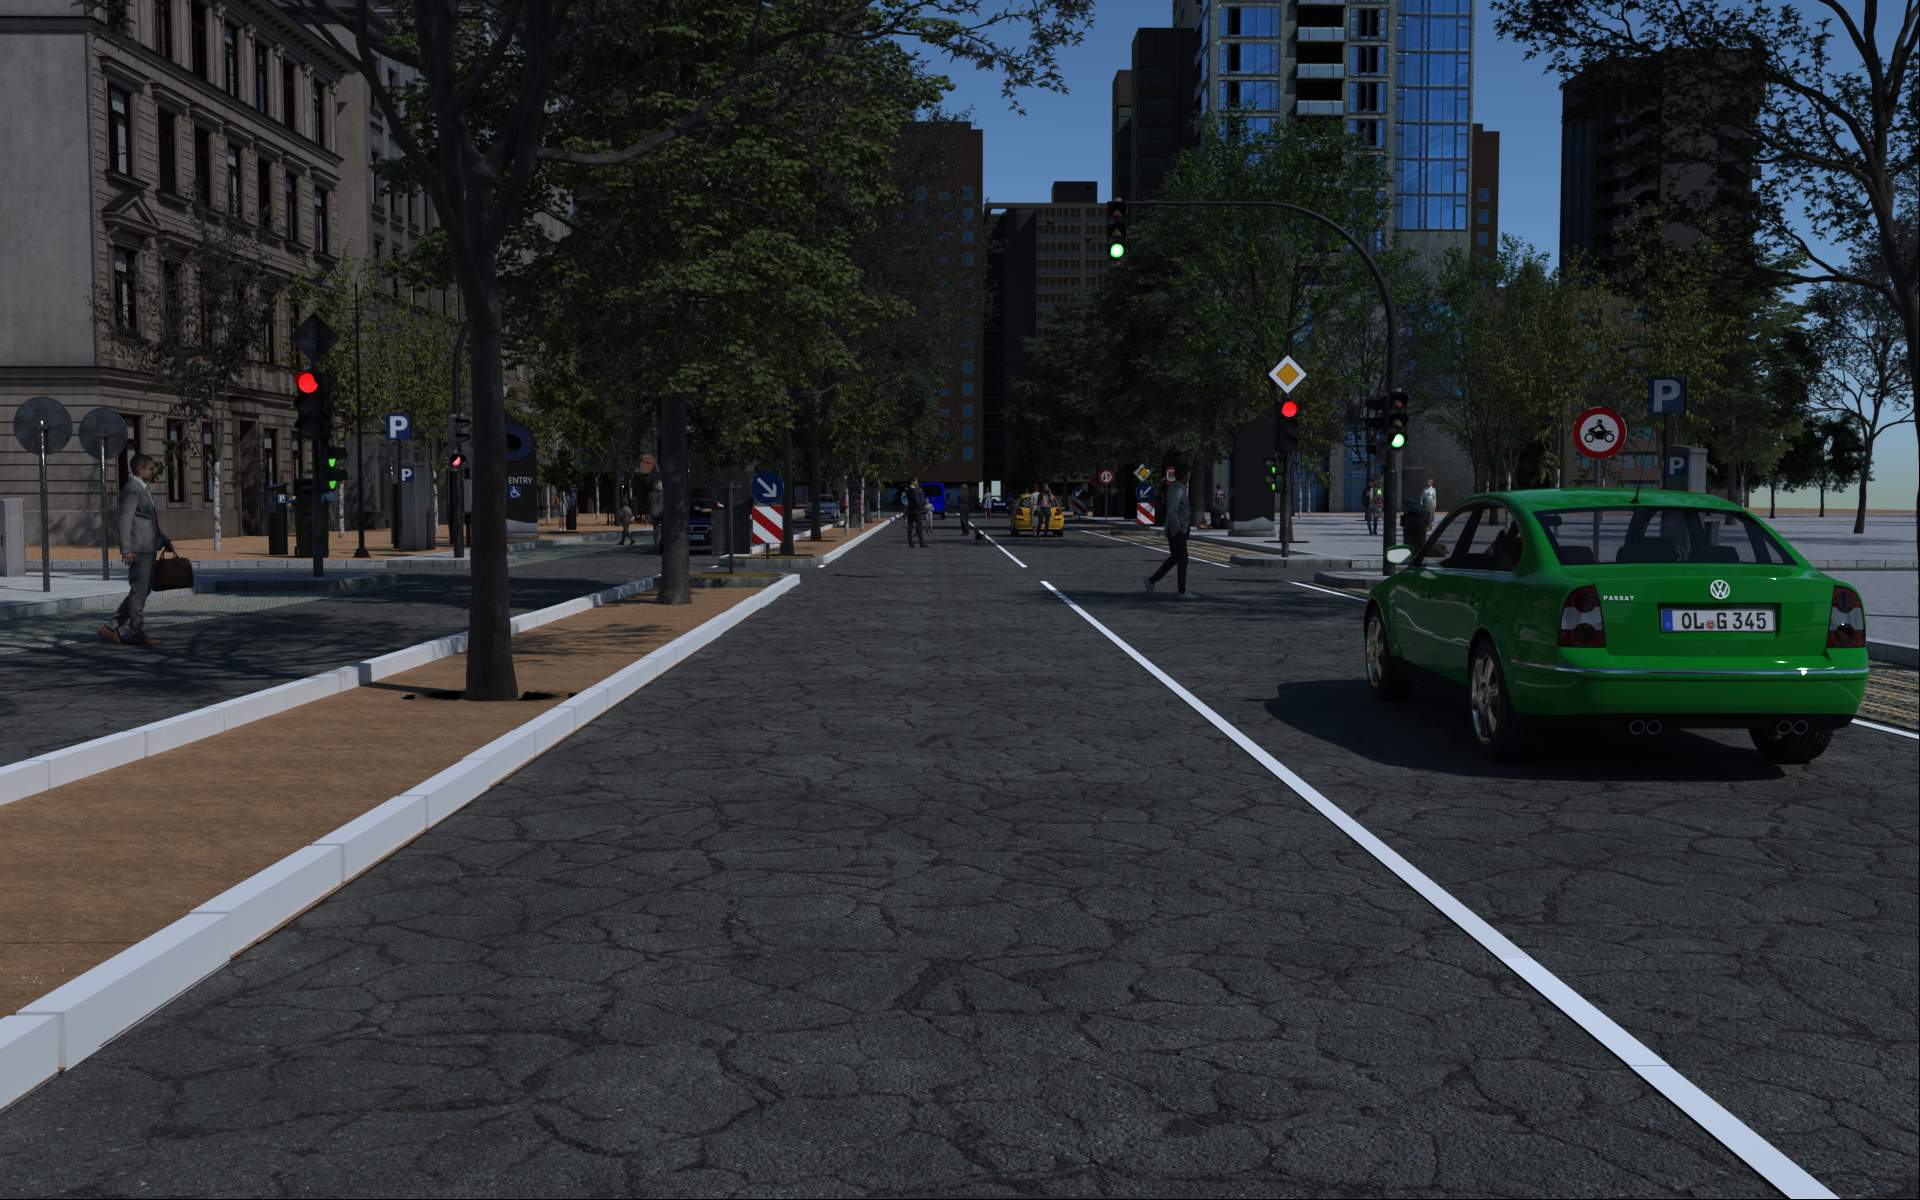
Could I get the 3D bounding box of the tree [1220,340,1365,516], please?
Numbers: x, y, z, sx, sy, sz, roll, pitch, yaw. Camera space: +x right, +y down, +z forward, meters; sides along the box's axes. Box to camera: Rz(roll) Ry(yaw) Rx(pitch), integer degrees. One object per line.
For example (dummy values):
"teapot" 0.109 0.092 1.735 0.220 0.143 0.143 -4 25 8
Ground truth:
"tree" 19.163 -10.104 99.614 8.767 10.594 7.601 0 4 7

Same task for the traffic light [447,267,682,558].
"traffic light" -7.987 -3.681 34.851 4.771 5.953 1.251 0 4 -1

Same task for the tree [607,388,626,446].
"tree" -18.231 -8.093 82.691 4.737 8.622 4.395 0 3 0

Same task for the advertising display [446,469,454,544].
"advertising display" -13.075 -2.401 44.468 0.123 1.923 0.974 -1 4 -20

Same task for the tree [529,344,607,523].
"tree" -18.544 -7.728 76.713 4.737 8.622 4.395 0 3 0

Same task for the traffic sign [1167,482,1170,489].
"traffic sign" 10.071 -5.095 83.412 0.768 2.556 0.104 0 4 3

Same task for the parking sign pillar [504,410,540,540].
"parking sign pillar" -12.712 -3.713 49.187 1.447 3.967 1.447 -2 4 -31

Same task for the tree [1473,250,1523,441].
"tree" 17.229 -6.127 50.532 4.737 8.622 4.395 0 3 0

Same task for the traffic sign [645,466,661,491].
"traffic sign" -14.038 -4.861 79.487 0.884 2.594 0.081 0 4 6

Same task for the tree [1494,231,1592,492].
"tree" 21.574 -8.829 70.114 9.928 11.665 9.643 0 3 0

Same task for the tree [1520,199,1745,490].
"tree" 17.261 -5.642 42.609 4.737 8.622 4.395 0 3 0

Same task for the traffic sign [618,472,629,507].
"traffic sign" -15.325 -4.681 78.663 0.606 2.300 0.079 0 3 0

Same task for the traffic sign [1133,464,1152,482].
"traffic sign" 7.839 -4.557 74.235 0.795 2.593 0.064 0 4 5

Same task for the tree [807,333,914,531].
"tree" -3.758 -6.922 66.001 4.360 8.622 3.978 0 3 0

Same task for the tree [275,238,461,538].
"tree" -18.073 -6.139 50.739 4.737 8.622 4.395 0 3 0

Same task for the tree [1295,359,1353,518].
"tree" 18.020 -8.592 90.847 4.360 8.622 3.978 0 3 0

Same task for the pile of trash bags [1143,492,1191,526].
"pile of trash bags" 8.367 -3.723 70.629 1.912 1.369 3.447 0 4 -4

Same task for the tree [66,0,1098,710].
"tree" -3.226 -6.035 11.495 12.009 13.543 11.850 0 3 0

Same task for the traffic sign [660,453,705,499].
"traffic sign" -13.635 -5.579 85.094 2.265 3.308 0.079 1 4 9

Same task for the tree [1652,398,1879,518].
"tree" 45.360 -8.292 98.475 11.467 7.101 20.602 0 4 -4

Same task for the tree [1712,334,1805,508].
"tree" 35.767 -7.845 78.631 4.360 8.622 3.978 0 3 0

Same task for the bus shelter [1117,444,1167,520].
"bus shelter" 8.645 -5.566 82.279 1.731 3.624 6.357 0 4 -1

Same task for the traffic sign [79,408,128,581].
"traffic sign" -12.668 -1.560 25.612 0.768 2.556 0.104 0 4 7

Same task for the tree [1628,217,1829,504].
"tree" 31.685 -9.368 71.293 7.486 12.596 7.792 0 3 0

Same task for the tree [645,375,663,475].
"tree" -18.883 -9.102 99.184 4.360 8.622 3.978 0 3 0

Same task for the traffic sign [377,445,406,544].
"traffic sign" -14.673 -2.729 44.731 0.768 2.556 0.104 0 4 5

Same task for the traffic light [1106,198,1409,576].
"traffic light" 4.614 -3.194 26.898 4.771 5.953 1.251 0 4 -1

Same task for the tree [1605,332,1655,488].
"tree" 29.874 -7.913 79.747 4.360 8.622 3.978 0 3 0

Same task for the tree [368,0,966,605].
"tree" -3.806 -6.233 22.501 7.486 12.596 7.792 0 3 0

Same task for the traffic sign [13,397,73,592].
"traffic sign" -11.994 -1.380 22.666 0.768 2.556 0.104 0 4 0

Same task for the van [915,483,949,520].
"van" -1.741 -5.776 98.819 2.240 2.365 5.245 0 4 0

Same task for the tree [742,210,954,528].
"tree" -4.615 -10.025 73.021 9.857 13.997 8.962 0 3 0

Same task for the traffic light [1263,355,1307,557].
"traffic light" 6.581 -2.822 35.055 0.839 4.253 0.868 0 4 -1

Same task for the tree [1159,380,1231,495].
"tree" 12.145 -8.614 91.205 4.360 8.622 3.978 0 3 0

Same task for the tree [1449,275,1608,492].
"tree" 19.030 -6.658 59.218 4.360 8.622 3.978 0 3 0

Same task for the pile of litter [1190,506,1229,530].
"pile of litter" 9.029 -2.960 62.359 1.719 0.858 1.176 -1 4 -14

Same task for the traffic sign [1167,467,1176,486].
"traffic sign" 10.001 -5.009 82.010 0.768 2.556 0.104 0 4 2

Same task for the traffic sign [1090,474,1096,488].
"traffic sign" 8.483 -6.616 108.284 0.768 2.556 0.104 0 4 6

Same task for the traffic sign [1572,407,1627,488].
"traffic sign" 9.315 -1.542 25.319 0.768 2.556 0.104 0 4 5

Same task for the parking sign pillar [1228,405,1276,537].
"parking sign pillar" 8.815 -3.897 52.196 1.447 3.967 1.447 -1 4 -11

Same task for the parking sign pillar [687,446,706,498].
"parking sign pillar" -14.892 -6.636 96.965 1.447 3.967 1.447 1 4 16

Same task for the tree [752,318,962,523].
"tree" -4.665 -10.087 84.388 9.611 12.733 9.660 0 3 0

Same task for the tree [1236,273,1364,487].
"tree" 10.945 -6.553 57.501 4.737 8.622 4.395 0 3 0

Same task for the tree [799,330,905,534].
"tree" -3.972 -6.618 61.025 4.737 8.622 4.395 0 3 0

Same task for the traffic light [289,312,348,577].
"traffic light" -9.955 -2.317 26.800 0.839 4.253 0.868 0 4 -1

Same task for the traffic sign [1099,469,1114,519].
"traffic sign" 7.488 -5.414 88.625 0.768 2.556 0.104 0 4 2

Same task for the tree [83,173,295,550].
"tree" -17.196 -5.447 39.420 4.360 8.622 3.978 0 3 0

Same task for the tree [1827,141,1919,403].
"tree" 27.657 -8.168 43.922 12.009 13.543 11.850 0 3 0

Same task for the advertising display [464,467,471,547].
"advertising display" -11.956 -2.255 42.077 0.123 1.923 0.974 -1 4 -15
